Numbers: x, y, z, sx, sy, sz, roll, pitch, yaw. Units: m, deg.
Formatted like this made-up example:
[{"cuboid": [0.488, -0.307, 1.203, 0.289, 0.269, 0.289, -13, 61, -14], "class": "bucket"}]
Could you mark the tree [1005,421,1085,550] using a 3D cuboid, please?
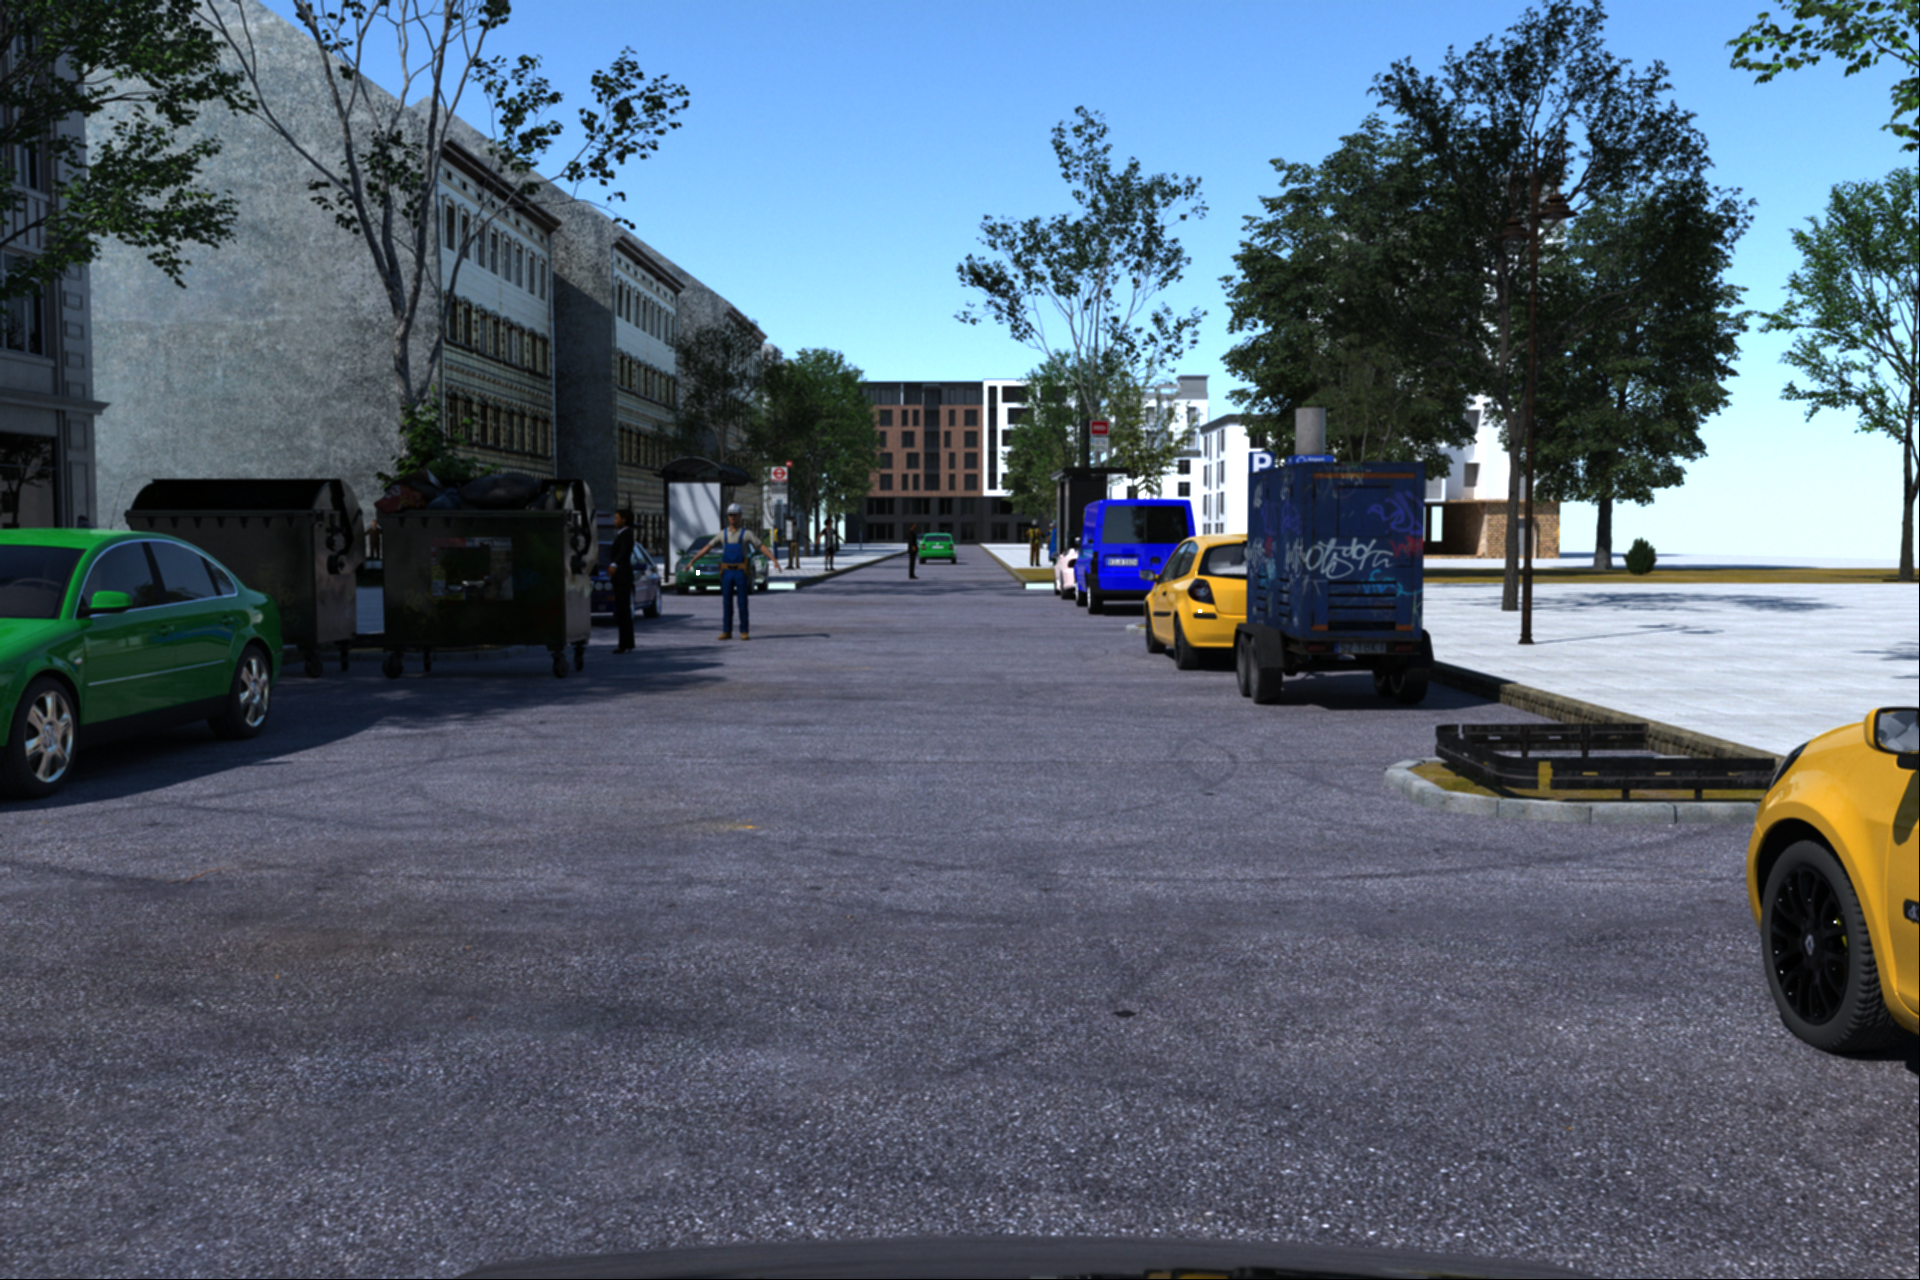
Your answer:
[{"cuboid": [7.292, -12.416, 137.421, 8.767, 10.594, 7.601, 3, 5, 45], "class": "tree"}]

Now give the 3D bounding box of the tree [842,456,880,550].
[{"cuboid": [-7.926, -11.717, 141.930, 4.360, 8.622, 3.978, 0, 3, 0], "class": "tree"}]

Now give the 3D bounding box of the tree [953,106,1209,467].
[{"cuboid": [5.380, -13.691, 79.730, 12.611, 20.169, 13.585, 0, 3, 0], "class": "tree"}]

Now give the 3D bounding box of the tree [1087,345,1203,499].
[{"cuboid": [7.144, -7.208, 68.217, 4.737, 8.622, 4.395, 0, 3, 0], "class": "tree"}]

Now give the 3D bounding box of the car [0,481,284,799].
[{"cuboid": [-5.820, -0.120, 10.765, 1.959, 1.807, 4.718, 0, 4, 0], "class": "car"}]

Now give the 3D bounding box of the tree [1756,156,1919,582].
[{"cuboid": [25.697, -7.376, 46.348, 9.928, 11.665, 9.643, 0, 3, 0], "class": "tree"}]

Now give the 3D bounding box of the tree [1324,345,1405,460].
[{"cuboid": [14.422, -6.785, 61.297, 4.360, 8.622, 3.978, 0, 3, 0], "class": "tree"}]

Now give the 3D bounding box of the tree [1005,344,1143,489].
[{"cuboid": [6.278, -10.363, 95.186, 9.928, 11.665, 9.643, 0, 3, 0], "class": "tree"}]

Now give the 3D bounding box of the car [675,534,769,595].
[{"cuboid": [-5.782, -1.873, 42.426, 2.131, 1.459, 4.920, 0, 4, 0], "class": "car"}]

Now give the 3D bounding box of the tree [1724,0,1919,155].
[{"cuboid": [8.769, -5.320, 12.739, 9.928, 11.665, 9.643, 0, 3, 0], "class": "tree"}]

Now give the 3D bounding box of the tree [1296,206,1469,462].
[{"cuboid": [9.303, -5.445, 39.392, 4.360, 8.622, 3.978, 0, 3, 0], "class": "tree"}]

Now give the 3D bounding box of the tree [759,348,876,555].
[{"cuboid": [-9.142, -11.501, 106.166, 7.486, 12.596, 7.792, 0, 3, 0], "class": "tree"}]

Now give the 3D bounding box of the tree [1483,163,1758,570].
[{"cuboid": [22.843, -9.457, 61.276, 9.857, 13.997, 8.962, 0, 3, 0], "class": "tree"}]

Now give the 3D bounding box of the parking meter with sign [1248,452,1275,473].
[{"cuboid": [6.376, -2.423, 35.872, 0.543, 3.016, 1.738, 0, 3, 0], "class": "parking meter with sign"}]

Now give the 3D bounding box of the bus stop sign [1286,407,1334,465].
[{"cuboid": [7.336, -2.895, 36.349, 0.837, 3.901, 0.837, 0, 3, 0], "class": "bus stop sign"}]

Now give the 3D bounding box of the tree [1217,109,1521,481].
[{"cuboid": [12.035, -8.891, 52.019, 9.857, 13.997, 8.962, 0, 3, 0], "class": "tree"}]

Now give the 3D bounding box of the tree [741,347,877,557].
[{"cuboid": [-8.276, -10.363, 95.187, 9.928, 11.665, 9.643, 0, 3, 0], "class": "tree"}]

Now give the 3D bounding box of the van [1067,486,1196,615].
[{"cuboid": [3.222, -1.720, 32.501, 2.240, 2.365, 5.245, 0, 3, 0], "class": "van"}]

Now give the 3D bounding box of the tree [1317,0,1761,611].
[{"cuboid": [9.528, -5.772, 28.792, 7.601, 10.594, 8.767, -2, 4, -25], "class": "tree"}]

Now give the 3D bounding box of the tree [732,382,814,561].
[{"cuboid": [-8.910, -8.041, 81.829, 4.360, 8.622, 3.978, 0, 3, 0], "class": "tree"}]

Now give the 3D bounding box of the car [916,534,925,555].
[{"cuboid": [-2.338, -6.628, 120.168, 2.131, 1.459, 4.920, 0, 4, 0], "class": "car"}]

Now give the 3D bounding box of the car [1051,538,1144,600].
[{"cuboid": [3.138, -1.644, 39.236, 2.083, 1.381, 4.827, 0, 4, 0], "class": "car"}]

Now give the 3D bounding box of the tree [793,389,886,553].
[{"cuboid": [-8.729, -11.706, 117.147, 9.928, 11.665, 9.643, 0, 3, 0], "class": "tree"}]

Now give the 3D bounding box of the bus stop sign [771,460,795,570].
[{"cuboid": [-6.397, -4.528, 62.740, 0.855, 3.939, 0.416, 0, 4, 1], "class": "bus stop sign"}]

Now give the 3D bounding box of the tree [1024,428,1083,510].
[{"cuboid": [6.486, -9.996, 113.792, 4.737, 8.622, 4.395, 0, 3, 0], "class": "tree"}]

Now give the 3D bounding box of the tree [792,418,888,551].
[{"cuboid": [-9.173, -12.428, 128.953, 9.928, 11.665, 9.643, 0, 3, 0], "class": "tree"}]

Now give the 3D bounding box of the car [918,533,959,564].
[{"cuboid": [-1.053, -4.584, 83.744, 1.959, 1.807, 4.718, 0, 4, 0], "class": "car"}]

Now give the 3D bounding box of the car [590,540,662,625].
[{"cuboid": [-6.011, -0.967, 28.396, 1.945, 1.354, 3.894, 0, 3, 0], "class": "car"}]

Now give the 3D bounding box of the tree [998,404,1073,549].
[{"cuboid": [6.737, -14.271, 151.455, 7.486, 12.596, 7.792, 0, 3, 0], "class": "tree"}]

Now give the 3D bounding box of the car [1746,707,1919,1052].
[{"cuboid": [3.213, 0.402, 3.654, 2.015, 1.641, 3.980, 0, 4, -1], "class": "car"}]

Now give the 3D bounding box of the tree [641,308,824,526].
[{"cuboid": [-9.153, -8.330, 70.611, 8.767, 10.594, 7.601, 2, 4, 24], "class": "tree"}]

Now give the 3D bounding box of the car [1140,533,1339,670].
[{"cuboid": [3.113, -0.578, 19.680, 2.015, 1.641, 3.980, 0, 4, -1], "class": "car"}]

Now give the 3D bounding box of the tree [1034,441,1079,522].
[{"cuboid": [6.816, -10.801, 126.966, 4.360, 8.622, 3.978, 0, 3, 0], "class": "tree"}]

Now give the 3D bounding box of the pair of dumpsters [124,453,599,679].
[{"cuboid": [-5.999, -0.771, 17.563, 4.436, 2.255, 1.574, 0, 4, 1], "class": "pair of dumpsters"}]
